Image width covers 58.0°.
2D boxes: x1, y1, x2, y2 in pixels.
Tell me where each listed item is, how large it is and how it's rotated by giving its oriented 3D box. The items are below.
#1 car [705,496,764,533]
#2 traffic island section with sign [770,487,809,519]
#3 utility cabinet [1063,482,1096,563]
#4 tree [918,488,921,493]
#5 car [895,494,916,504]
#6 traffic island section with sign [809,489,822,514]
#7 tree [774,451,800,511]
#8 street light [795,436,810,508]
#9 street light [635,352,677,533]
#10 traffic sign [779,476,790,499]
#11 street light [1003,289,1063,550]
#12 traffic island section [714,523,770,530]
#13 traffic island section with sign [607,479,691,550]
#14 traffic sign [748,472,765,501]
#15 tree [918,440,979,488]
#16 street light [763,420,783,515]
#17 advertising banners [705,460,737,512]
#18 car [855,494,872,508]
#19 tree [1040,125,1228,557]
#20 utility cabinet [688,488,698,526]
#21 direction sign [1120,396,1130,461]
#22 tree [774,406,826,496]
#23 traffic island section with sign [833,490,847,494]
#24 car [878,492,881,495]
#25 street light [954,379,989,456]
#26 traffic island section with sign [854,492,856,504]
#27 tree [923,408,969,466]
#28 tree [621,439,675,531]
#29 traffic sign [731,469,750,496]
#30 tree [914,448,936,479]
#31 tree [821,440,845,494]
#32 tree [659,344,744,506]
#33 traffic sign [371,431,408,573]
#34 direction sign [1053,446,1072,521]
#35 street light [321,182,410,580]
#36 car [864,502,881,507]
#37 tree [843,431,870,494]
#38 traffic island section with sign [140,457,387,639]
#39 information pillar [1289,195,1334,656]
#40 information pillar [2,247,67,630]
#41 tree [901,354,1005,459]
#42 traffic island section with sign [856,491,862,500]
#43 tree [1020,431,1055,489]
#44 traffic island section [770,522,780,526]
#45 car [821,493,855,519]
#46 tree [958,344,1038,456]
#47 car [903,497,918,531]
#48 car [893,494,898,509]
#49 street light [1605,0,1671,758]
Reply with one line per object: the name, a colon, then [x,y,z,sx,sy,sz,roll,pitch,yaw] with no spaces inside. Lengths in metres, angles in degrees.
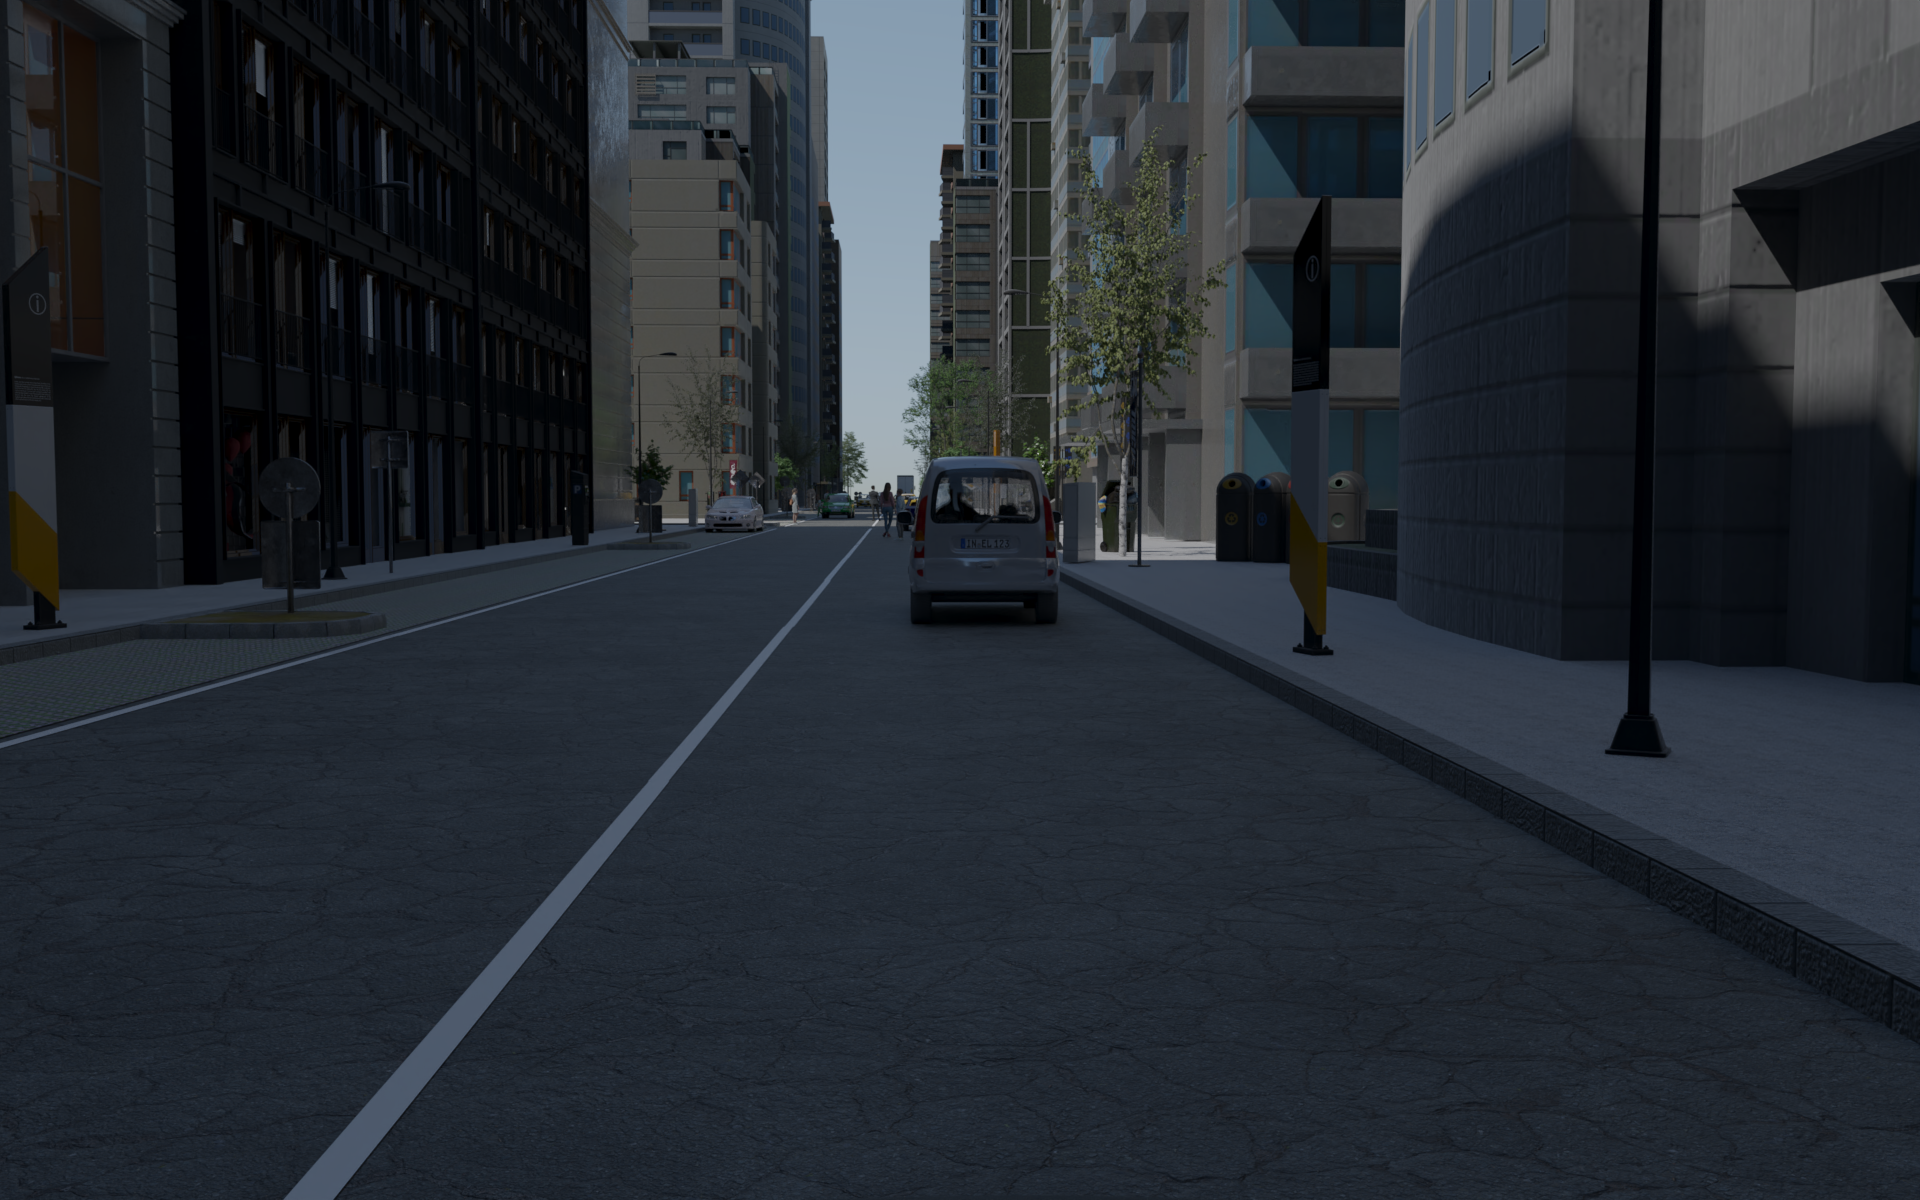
car: [-8.515,-3.256,65.591,2.083,1.381,4.827,0,4,-1]
traffic island section with sign: [-9.973,-5.614,100.412,1.989,1.847,2.006,0,4,-2]
utility cabinet: [2.228,-1.453,32.432,0.318,1.500,1.173,1,4,21]
tree: [-6.144,-17.808,285.760,1.663,3.219,1.824,0,3,0]
car: [-4.089,-7.642,135.170,2.015,1.641,3.980,0,4,-4]
traffic island section with sign: [-10.916,-7.276,127.583,1.989,1.847,2.006,0,4,-2]
tree: [-13.881,-9.083,132.213,4.285,4.588,4.351,0,3,0]
street light: [-12.686,-10.175,138.902,1.470,5.913,1.316,0,4,-2]
street light: [-9.958,-5.154,56.809,1.470,5.913,1.316,0,4,-2]
traffic sign: [-12.408,-7.494,122.632,0.768,2.556,0.104,0,4,6]
street light: [1.682,-4.096,39.505,1.470,5.913,1.316,0,4,-2]
traffic island section: [-8.909,-2.928,70.149,2.009,0.180,2.903,0,4,-2]
traffic island section with sign: [-8.061,-2.230,45.096,1.989,1.847,2.006,0,4,-2]
traffic sign: [-9.163,-4.552,78.068,0.795,2.450,0.064,0,4,-2]
tree: [0.068,-7.389,104.523,4.285,4.588,4.351,0,3,0]
street light: [-11.739,-8.307,108.366,1.470,5.913,1.316,0,4,-2]
advertising banners: [-12.215,-5.663,88.778,2.074,3.025,0.090,2,4,31]
car: [-10.140,-10.606,183.636,2.015,1.641,3.980,0,4,-4]
tree: [3.393,-5.209,35.533,4.737,8.622,4.395,0,3,0]
utility cabinet: [-10.585,-3.668,68.644,0.318,1.500,1.173,0,4,-5]
direction sign: [3.853,-2.959,40.381,0.379,3.537,0.876,-1,4,-8]
tree: [-14.045,-12.138,148.823,4.360,8.622,3.978,0,3,0]
traffic island section with sign: [-12.641,-10.330,177.522,1.989,1.847,2.006,0,4,-2]
car: [-13.854,-18.381,309.206,2.281,1.827,5.304,0,4,-2]
street light: [0.609,-5.975,70.228,1.470,5.913,1.316,0,4,-2]
traffic island section with sign: [-13.583,-11.994,204.731,1.989,1.847,2.006,0,4,-2]
tree: [-1.088,-11.816,143.557,4.737,8.622,4.395,0,3,0]
tree: [-10.647,-4.017,60.284,1.663,3.219,1.824,0,3,0]
traffic sign: [-8.886,-4.064,70.088,0.795,2.450,0.064,0,4,-2]
tree: [-4.328,-17.710,239.921,4.360,8.622,3.978,0,3,0]
tree: [-17.199,-17.003,228.357,4.737,8.622,4.395,0,3,0]
tree: [-12.284,-8.185,84.185,4.360,8.622,3.978,0,3,0]
traffic sign: [-9.227,-1.585,28.037,0.606,2.300,0.079,0,4,2]
direction sign: [4.838,-5.489,81.737,0.876,3.537,0.379,0,4,0]
street light: [-8.869,-3.263,25.883,1.470,5.913,1.316,0,4,-2]
car: [-9.882,-11.224,195.867,2.083,1.381,4.827,0,3,0]
tree: [-20.142,-24.102,312.196,7.486,12.596,7.792,0,3,0]
traffic island section with sign: [-7.103,-0.571,17.962,1.989,1.847,2.006,0,4,-2]
information pillar: [2.811,-1.378,13.884,0.183,3.616,0.504,-1,4,-17]
information pillar: [-8.731,-1.525,16.296,0.183,3.616,0.504,1,4,17]
tree: [-0.652,-12.317,127.138,9.928,11.665,9.643,0,3,0]
traffic island section with sign: [-16.468,-17.060,287.565,1.989,1.847,2.006,0,4,-2]
tree: [2.242,-3.580,53.129,1.663,3.219,1.824,0,3,0]
traffic island section: [-9.187,-3.416,78.129,2.009,0.180,2.903,0,4,-2]
car: [-7.227,-5.751,102.831,1.959,1.807,4.718,0,3,0]
tree: [1.701,-8.273,85.628,4.360,8.622,3.978,0,3,0]
car: [-1.465,-3.421,68.521,1.945,1.354,3.894,0,4,-4]
car: [-5.533,-9.348,162.629,2.009,1.686,4.222,0,4,-1]
street light: [2.823,-2.193,8.400,1.470,5.913,1.316,0,4,-2]
